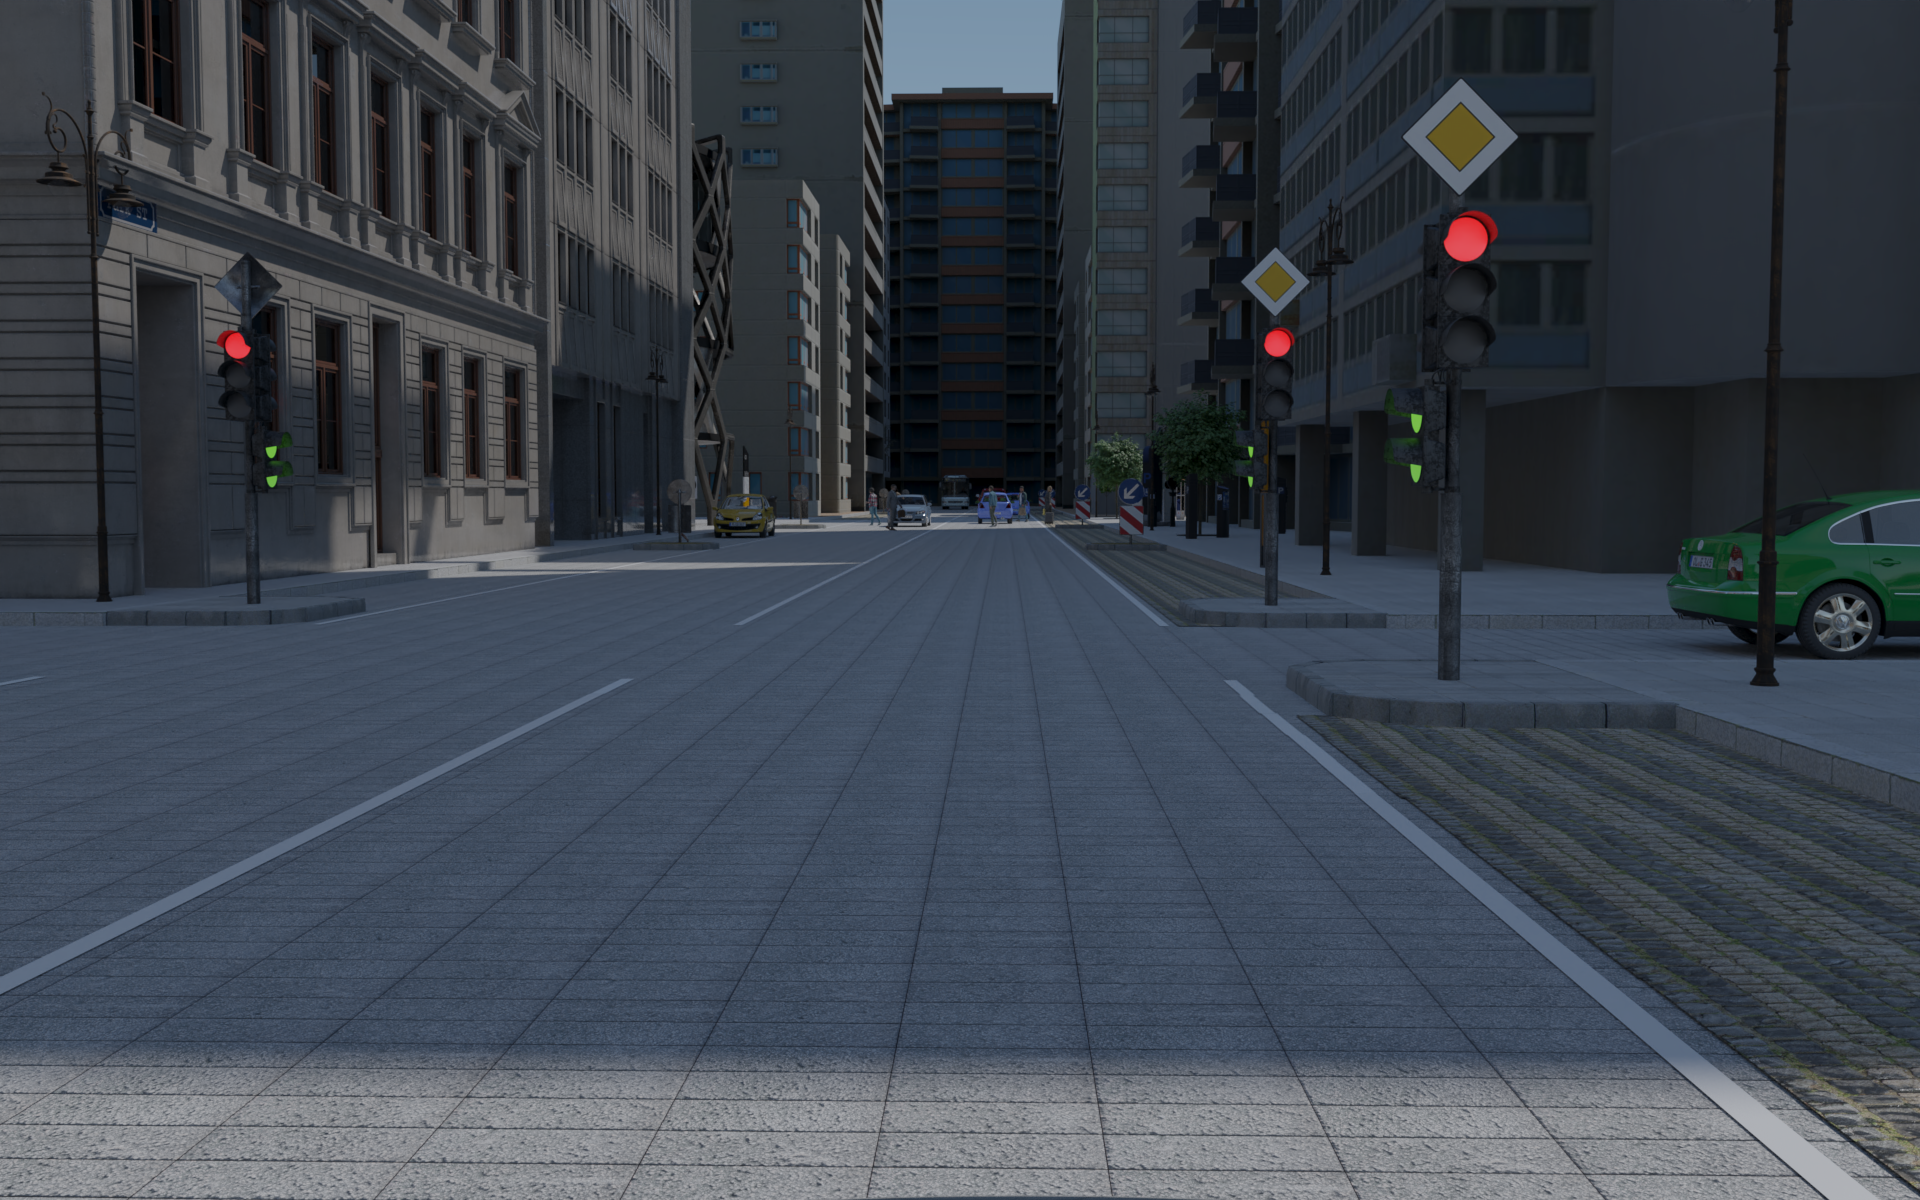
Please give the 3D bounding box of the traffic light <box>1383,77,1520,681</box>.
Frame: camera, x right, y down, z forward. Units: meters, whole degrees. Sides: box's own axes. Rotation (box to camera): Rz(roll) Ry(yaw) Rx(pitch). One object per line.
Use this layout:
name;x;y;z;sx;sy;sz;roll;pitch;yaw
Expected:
traffic light;3.361;-1.403;11.861;0.839;4.253;0.868;0;4;1

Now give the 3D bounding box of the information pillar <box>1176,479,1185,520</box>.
information pillar;10.962;-4.992;86.108;0.304;2.012;0.304;3;5;44

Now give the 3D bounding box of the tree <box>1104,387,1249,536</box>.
tree;7.311;-4.247;53.154;4.285;4.588;4.351;0;3;0

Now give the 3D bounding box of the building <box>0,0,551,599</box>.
building;-15.165;-11.876;30.333;11.583;22.565;21.152;0;4;1

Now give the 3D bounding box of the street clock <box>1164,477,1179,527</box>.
street clock;8.309;-3.855;67.604;0.471;2.002;0.358;0;4;-6

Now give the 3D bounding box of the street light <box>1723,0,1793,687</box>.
street light;5.399;-2.364;11.445;0.468;5.910;1.993;0;4;1

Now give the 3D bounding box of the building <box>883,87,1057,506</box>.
building;0.719;-32.717;189.548;28.867;44.769;22.147;0;4;1

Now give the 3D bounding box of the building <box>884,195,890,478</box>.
building;-13.779;-23.984;163.840;14.107;30.474;14.160;0;4;1

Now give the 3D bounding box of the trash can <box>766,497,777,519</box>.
trash can;-9.284;-4.471;84.749;0.748;1.137;0.748;0;3;0

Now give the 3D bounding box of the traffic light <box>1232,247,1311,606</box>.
traffic light;3.567;-1.891;19.844;0.839;4.253;0.868;0;4;1

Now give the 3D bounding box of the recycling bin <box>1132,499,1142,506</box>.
recycling bin;8.325;-4.168;80.703;0.722;1.027;0.722;0;4;6

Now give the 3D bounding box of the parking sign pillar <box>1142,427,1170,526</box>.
parking sign pillar;7.710;-4.950;69.403;1.447;3.967;1.447;2;4;25

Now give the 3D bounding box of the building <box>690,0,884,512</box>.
building;-17.331;-31.301;135.477;21.300;48.544;21.600;0;4;1

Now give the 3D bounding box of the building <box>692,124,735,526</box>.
building;-17.975;-12.441;70.867;16.820;18.784;16.811;0;4;1

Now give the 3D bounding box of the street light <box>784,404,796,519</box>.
street light;-8.578;-7.019;87.551;0.468;5.910;1.993;0;4;1

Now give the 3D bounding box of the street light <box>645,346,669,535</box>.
street light;-9.447;-4.975;54.121;0.468;5.910;1.993;0;4;1

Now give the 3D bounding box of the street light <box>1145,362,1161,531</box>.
street light;6.742;-5.376;60.688;0.468;5.910;1.993;0;4;1

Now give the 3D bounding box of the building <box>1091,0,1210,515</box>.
building;15.547;-26.218;112.254;14.154;41.232;14.086;0;4;1

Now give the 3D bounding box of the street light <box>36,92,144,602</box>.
street light;-10.208;-2.917;20.482;0.468;5.910;1.993;0;4;1

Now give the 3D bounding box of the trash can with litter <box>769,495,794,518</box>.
trash can with litter;-9.893;-5.037;93.404;2.233;1.210;1.678;3;4;38

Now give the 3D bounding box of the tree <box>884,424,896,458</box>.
tree;-7.927;-12.526;155.160;4.360;8.622;3.978;0;3;0

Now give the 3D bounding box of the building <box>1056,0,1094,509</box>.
building;19.834;-32.732;158.864;21.300;48.544;21.600;0;4;1

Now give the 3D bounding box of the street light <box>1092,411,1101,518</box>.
street light;7.456;-7.448;94.564;0.468;5.910;1.993;0;4;1

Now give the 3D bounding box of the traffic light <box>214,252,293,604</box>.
traffic light;-8.240;-1.909;20.132;0.839;4.253;0.868;0;4;1

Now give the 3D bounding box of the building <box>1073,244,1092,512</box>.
building;23.246;-17.681;134.117;27.650;21.520;28.899;0;4;1

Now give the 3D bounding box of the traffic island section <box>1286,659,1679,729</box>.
traffic island section;3.401;0.630;11.974;2.009;0.180;2.903;0;4;1

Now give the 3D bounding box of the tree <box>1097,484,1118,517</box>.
tree;8.307;-6.363;98.640;1.663;3.219;1.824;0;3;0

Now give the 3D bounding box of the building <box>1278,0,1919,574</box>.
building;19.396;-20.859;32.918;23.993;40.220;32.217;0;4;1

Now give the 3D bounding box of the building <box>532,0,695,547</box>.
building;-15.748;-14.286;51.593;12.078;24.808;19.932;0;4;1

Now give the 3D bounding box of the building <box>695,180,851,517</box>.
building;-22.072;-16.222;110.271;27.650;21.520;28.899;0;4;1

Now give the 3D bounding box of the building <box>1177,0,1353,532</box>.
building;20.524;-25.388;69.724;22.147;44.769;28.867;0;4;1

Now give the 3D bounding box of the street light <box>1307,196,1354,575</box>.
street light;5.796;-3.332;27.260;0.468;5.910;1.993;0;4;1

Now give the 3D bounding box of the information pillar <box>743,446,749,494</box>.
information pillar;-10.374;-5.659;83.884;0.183;3.616;0.504;1;4;19

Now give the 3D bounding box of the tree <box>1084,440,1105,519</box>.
tree;8.134;-6.496;89.928;4.285;4.588;4.351;0;3;0
